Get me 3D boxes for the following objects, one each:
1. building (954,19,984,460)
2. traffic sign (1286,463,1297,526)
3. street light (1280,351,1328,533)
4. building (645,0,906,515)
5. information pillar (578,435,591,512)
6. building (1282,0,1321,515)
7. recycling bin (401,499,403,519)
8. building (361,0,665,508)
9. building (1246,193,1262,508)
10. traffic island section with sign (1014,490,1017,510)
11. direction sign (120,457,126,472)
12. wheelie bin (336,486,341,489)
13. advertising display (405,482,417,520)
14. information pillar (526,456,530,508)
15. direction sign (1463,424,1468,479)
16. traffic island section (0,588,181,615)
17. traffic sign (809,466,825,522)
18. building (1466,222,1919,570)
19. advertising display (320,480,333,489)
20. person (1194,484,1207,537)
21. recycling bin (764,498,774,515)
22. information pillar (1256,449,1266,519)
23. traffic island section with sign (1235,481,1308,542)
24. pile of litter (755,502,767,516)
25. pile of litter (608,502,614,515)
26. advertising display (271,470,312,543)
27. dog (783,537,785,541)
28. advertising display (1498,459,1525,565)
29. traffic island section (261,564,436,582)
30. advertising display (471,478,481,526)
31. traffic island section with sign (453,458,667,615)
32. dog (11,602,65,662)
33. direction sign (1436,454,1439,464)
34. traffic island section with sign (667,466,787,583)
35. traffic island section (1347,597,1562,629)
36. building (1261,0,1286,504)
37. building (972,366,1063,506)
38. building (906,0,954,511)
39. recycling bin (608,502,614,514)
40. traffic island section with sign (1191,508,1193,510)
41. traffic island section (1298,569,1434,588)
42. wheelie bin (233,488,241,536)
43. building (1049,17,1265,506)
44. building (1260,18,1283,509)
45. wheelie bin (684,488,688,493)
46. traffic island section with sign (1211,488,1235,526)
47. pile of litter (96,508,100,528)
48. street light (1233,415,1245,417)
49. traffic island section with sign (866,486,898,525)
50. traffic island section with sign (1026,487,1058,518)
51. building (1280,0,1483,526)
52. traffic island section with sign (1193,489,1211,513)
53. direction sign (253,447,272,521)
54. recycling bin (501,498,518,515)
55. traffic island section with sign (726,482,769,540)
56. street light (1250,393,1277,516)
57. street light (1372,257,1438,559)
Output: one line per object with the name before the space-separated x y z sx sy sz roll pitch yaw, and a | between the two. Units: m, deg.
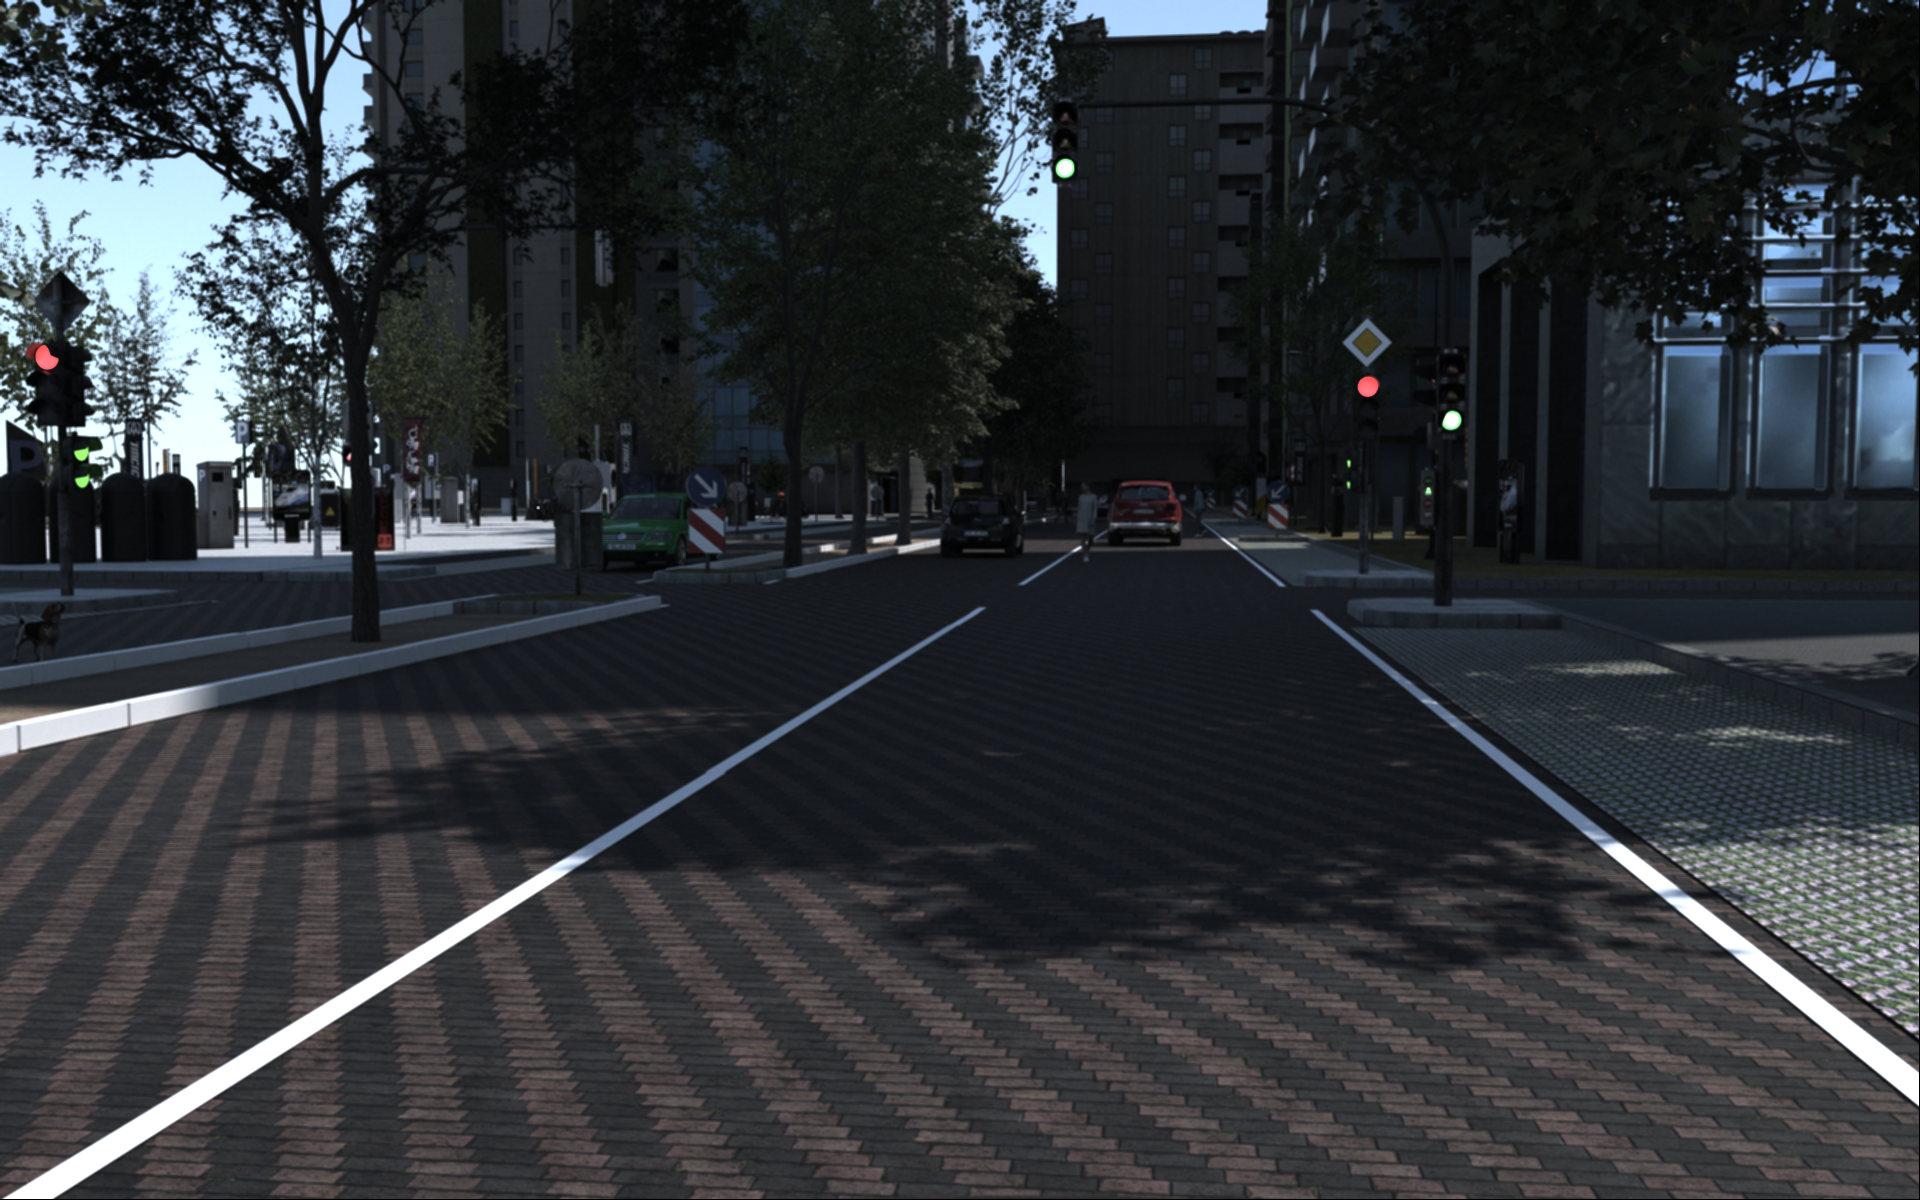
building | -13.285 -33.533 167.871 30.456 49.044 23.786 0 4 7
traffic sign | 13.594 -4.283 70.128 0.768 2.556 0.104 1 4 11
street light | 11.341 -5.134 56.490 1.470 5.913 1.316 0 4 7
building | -11.382 -28.273 112.376 14.600 45.320 14.200 0 4 7
information pillar | -14.978 -4.755 69.094 0.504 3.616 0.183 0 4 -6
building | 27.485 -26.040 109.343 14.154 41.232 14.086 0 4 7
recycling bin | -28.738 -4.606 87.865 0.722 1.027 0.722 -3 4 -37
building | -42.971 -38.552 172.330 28.212 58.520 21.231 0 4 7
building | 34.782 -24.205 167.460 14.160 30.474 14.107 0 4 7
traffic island section with sign | 5.269 -9.149 158.215 1.989 1.847 2.006 0 4 7
direction sign | -51.589 -7.026 106.870 0.876 3.537 0.379 3 5 41
wheelie bin | -24.039 -3.614 66.996 0.693 1.594 0.980 -1 4 -10
advertising display | -27.181 -4.914 85.555 0.123 1.923 0.974 1 4 18
information pillar | -26.836 -7.114 107.669 0.183 3.616 0.504 -2 4 -28
direction sign | 16.569 -3.941 56.435 0.379 3.537 0.876 3 4 37
traffic island section | -11.310 0.022 21.918 2.009 0.180 2.903 0 4 7
traffic sign | -6.534 -4.812 78.774 0.768 2.556 0.104 1 4 14
building | 27.663 -44.267 36.429 31.000 86.520 22.319 0 4 7
advertising display | -30.140 -4.706 82.160 0.974 1.923 0.123 0 4 -6
person | 8.037 -3.005 57.977 0.444 1.785 0.601 2 4 31
recycling bin | -11.488 -5.663 105.150 0.722 1.027 0.722 -1 4 -12
information pillar | 15.442 -5.961 88.814 0.504 3.616 0.183 0 4 6
traffic island section with sign | 9.433 -2.669 52.264 1.989 1.847 2.006 0 4 7
pile of litter | -12.067 -5.343 101.316 1.719 0.858 1.176 1 4 9
pile of litter | -19.221 -4.978 95.354 1.719 0.858 1.176 -1 4 -14
advertising display | -17.614 -2.474 45.659 0.974 1.923 0.123 -1 4 -9
dog | -5.133 -2.004 52.952 0.550 0.427 0.748 0 4 0
advertising display | 10.143 -1.633 31.908 0.123 1.923 0.974 0 4 -3
traffic island section | -10.366 -0.463 29.847 2.009 0.180 2.903 0 4 7
advertising display | -19.334 -3.913 69.198 0.123 1.923 0.974 -2 4 -30
traffic island section with sign | -4.922 -0.811 21.395 2.006 1.907 1.989 0 4 7
dog | -7.863 0.276 14.782 0.540 0.507 0.406 -1 4 -10
direction sign | 15.607 -3.940 56.419 0.379 3.537 0.876 -1 4 -14
traffic island section with sign | -4.036 -1.261 28.749 2.006 1.907 1.989 0 4 7
traffic island section | 5.561 0.145 19.910 2.009 0.180 2.903 0 4 7
building | 34.418 -29.115 130.652 22.147 44.769 28.867 0 4 7
building | -3.049 -21.972 204.273 28.899 21.520 27.650 0 4 7
building | -12.605 -36.173 133.434 21.231 58.520 28.212 0 4 7
recycling bin | -20.294 -5.344 99.927 0.722 1.027 0.722 1 4 16
traffic island section with sign | 21.752 -8.995 155.703 1.989 1.847 2.006 0 4 7
traffic island section | 6.506 -0.340 27.839 2.009 0.180 2.903 0 4 7
wheelie bin | -22.583 -2.779 53.351 0.980 1.594 0.693 3 5 45
building | 24.954 -37.357 200.025 27.495 52.752 28.713 0 4 7
building | 34.005 -30.750 152.872 14.600 45.320 14.200 0 4 7
wheelie bin | -13.877 -4.796 86.329 0.980 1.594 0.693 2 4 27
traffic island section with sign | 12.627 -4.306 79.030 1.989 1.847 2.006 0 4 7
pile of litter | -32.042 -3.150 65.471 1.176 0.858 1.719 -1 4 -22
street light | 16.707 -7.899 101.684 1.470 5.913 1.316 0 4 7
traffic island section with sign | -3.895 -4.445 81.308 1.989 1.847 2.006 0 4 7
traffic island section with sign | 4.845 -5.824 103.363 2.006 1.907 1.989 0 4 7
building | 27.607 -28.155 79.935 23.786 49.044 30.456 0 4 7
traffic island section with sign | 18.566 -7.358 128.936 1.989 1.847 2.006 0 4 7
direction sign | -33.652 -5.604 83.626 0.876 3.537 0.379 0 4 4
recycling bin | -27.794 -5.769 106.880 0.722 1.027 0.722 2 4 30
traffic island section with sign | -7.095 -2.808 54.543 1.989 1.847 2.006 0 4 7
street light | 14.151 -6.524 79.208 1.470 5.913 1.316 0 4 7
street light | 8.765 -3.760 34.017 1.470 5.913 1.316 0 4 7
